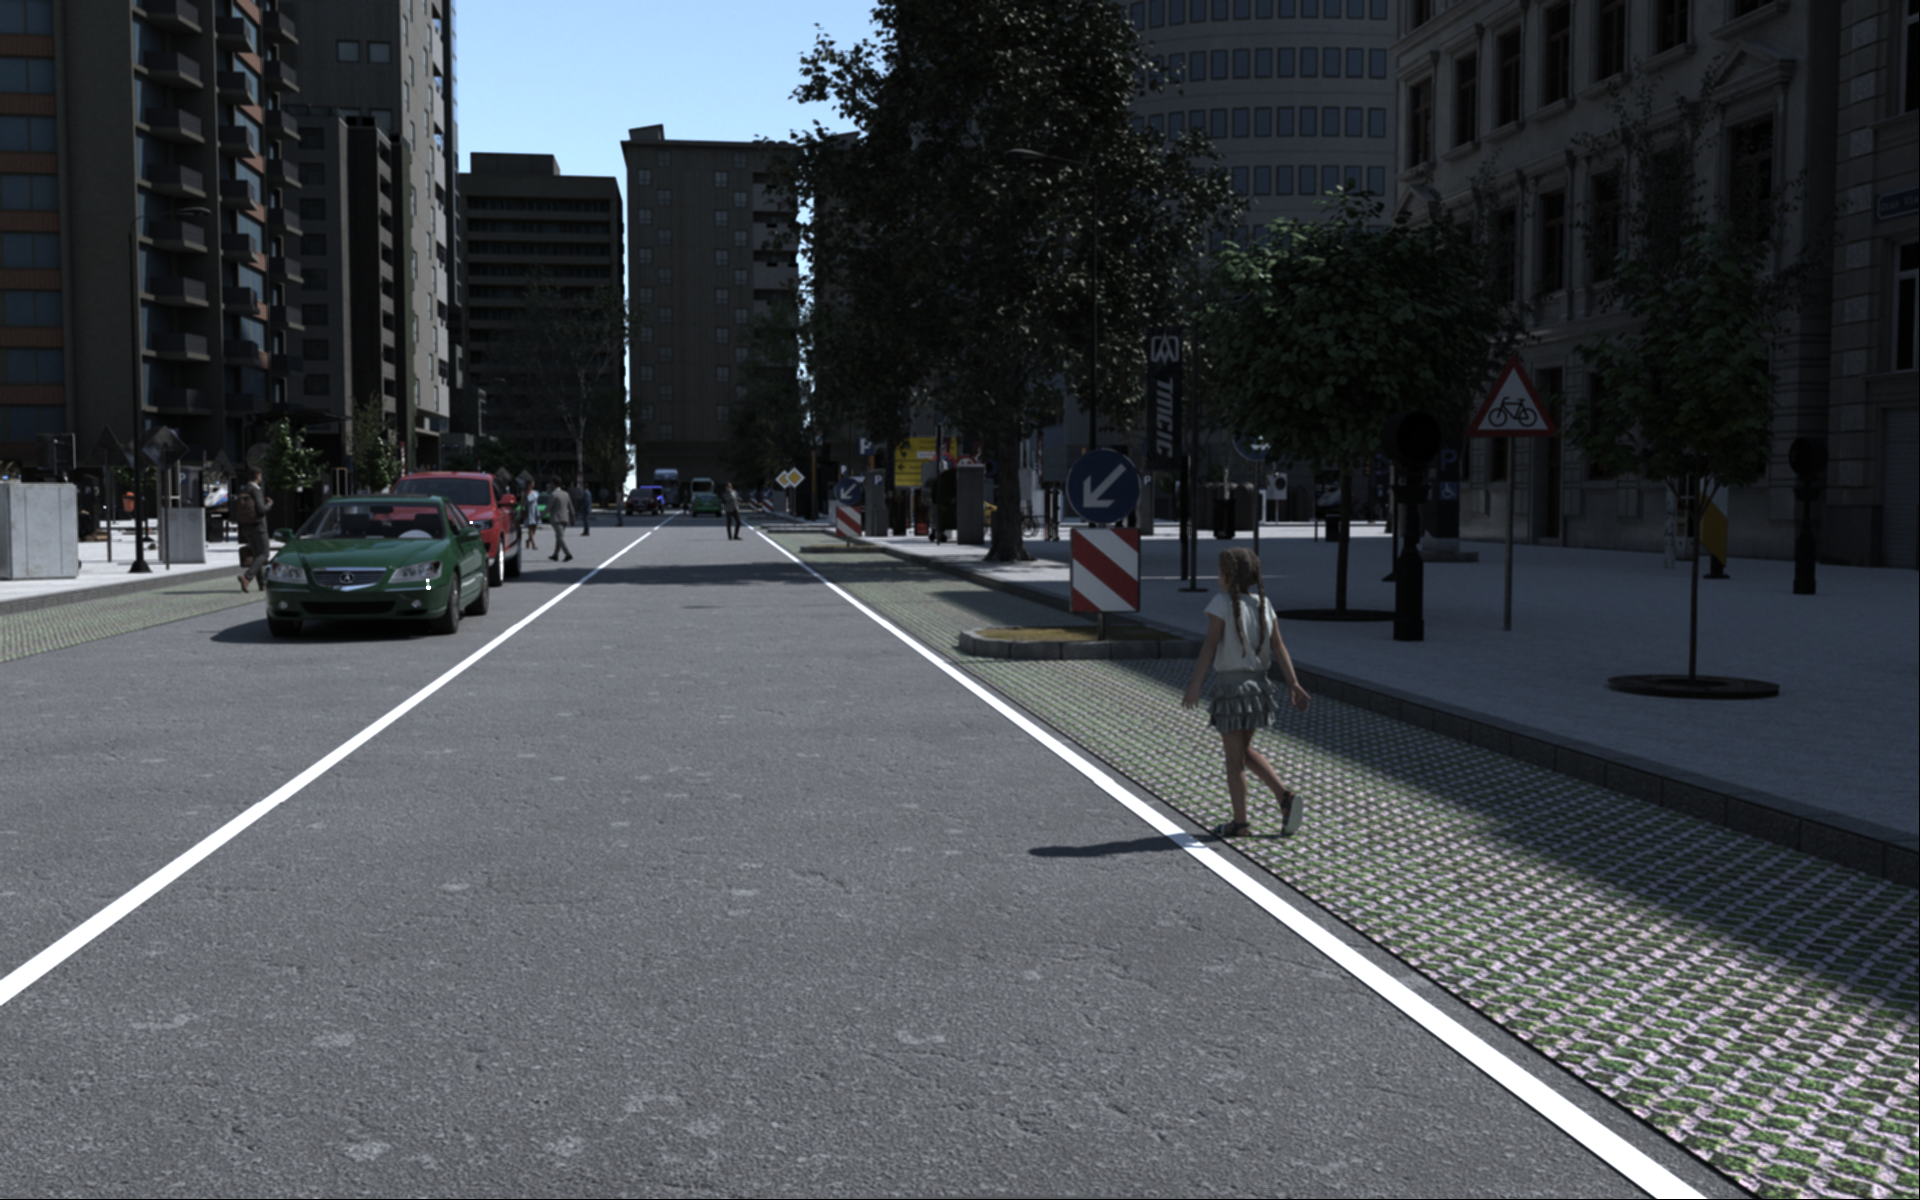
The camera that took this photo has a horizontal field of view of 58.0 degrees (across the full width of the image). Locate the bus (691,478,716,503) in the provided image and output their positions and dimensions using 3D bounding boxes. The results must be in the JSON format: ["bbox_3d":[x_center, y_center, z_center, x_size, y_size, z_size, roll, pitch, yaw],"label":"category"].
[{"bbox_3d":[-30.913,-13.057,208.336,2.948,3.499,13.247,0,4,-8],"label":"bus"}]

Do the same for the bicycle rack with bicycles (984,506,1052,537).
[{"bbox_3d":[1.536,-2.395,52.541,2.852,0.926,2.925,-2,4,-31],"label":"bicycle rack with bicycles"}]

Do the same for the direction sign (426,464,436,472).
[{"bbox_3d":[-39.296,-8.366,128.774,0.379,3.537,0.876,3,4,38],"label":"direction sign"}]

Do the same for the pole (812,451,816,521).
[{"bbox_3d":[-6.874,-5.353,81.368,0.158,3.312,0.155,0,3,0],"label":"pole"}]

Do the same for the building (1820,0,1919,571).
[{"bbox_3d":[23.017,-13.598,19.597,12.463,27.353,25.104,-1,4,-8],"label":"building"}]

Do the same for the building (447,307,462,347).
[{"bbox_3d":[-82.867,-34.252,251.895,23.993,40.220,32.217,-1,4,-8],"label":"building"}]

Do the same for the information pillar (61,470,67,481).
[{"bbox_3d":[-43.170,-5.634,83.475,0.183,3.616,0.504,0,4,-4],"label":"information pillar"}]

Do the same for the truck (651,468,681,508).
[{"bbox_3d":[-31.396,-12.008,186.089,2.967,4.110,18.799,-1,4,-8],"label":"truck"}]

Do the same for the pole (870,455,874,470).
[{"bbox_3d":[-3.157,-4.184,62.260,0.158,3.312,0.155,0,3,0],"label":"pole"}]

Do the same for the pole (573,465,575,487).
[{"bbox_3d":[-26.916,-7.749,120.541,0.158,3.312,0.155,0,3,0],"label":"pole"}]

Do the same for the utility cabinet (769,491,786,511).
[{"bbox_3d":[-15.092,-8.269,143.876,1.173,1.500,0.318,-1,4,-21],"label":"utility cabinet"}]

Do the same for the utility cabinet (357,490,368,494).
[{"bbox_3d":[-30.894,-4.948,89.571,0.318,1.500,1.173,0,4,-5],"label":"utility cabinet"}]

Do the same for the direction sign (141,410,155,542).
[{"bbox_3d":[-22.028,-3.353,46.813,0.379,3.537,0.876,-2,4,-30],"label":"direction sign"}]

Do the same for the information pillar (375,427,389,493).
[{"bbox_3d":[-20.244,-4.242,60.713,0.183,3.616,0.504,3,5,43],"label":"information pillar"}]

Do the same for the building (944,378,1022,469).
[{"bbox_3d":[11.975,-49.683,124.991,22.319,86.520,31.000,-1,4,-8],"label":"building"}]

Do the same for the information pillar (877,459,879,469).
[{"bbox_3d":[-5.459,-7.588,115.415,0.183,3.616,0.504,-1,4,-8],"label":"information pillar"}]

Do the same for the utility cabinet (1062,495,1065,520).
[{"bbox_3d":[4.735,-4.543,85.448,0.306,1.237,1.020,3,5,40],"label":"utility cabinet"}]

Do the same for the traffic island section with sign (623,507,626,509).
[{"bbox_3d":[-32.237,-9.938,171.114,1.989,1.847,2.006,-1,4,-8],"label":"traffic island section with sign"}]

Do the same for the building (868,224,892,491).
[{"bbox_3d":[1.014,-35.266,200.296,21.300,48.544,21.600,-1,4,-8],"label":"building"}]

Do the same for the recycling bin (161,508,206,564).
[{"bbox_3d":[-14.394,-1.197,32.133,0.722,1.027,0.722,-1,4,-23],"label":"recycling bin"}]

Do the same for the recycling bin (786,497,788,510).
[{"bbox_3d":[-14.588,-7.922,142.080,0.722,1.027,0.722,-2,4,-34],"label":"recycling bin"}]

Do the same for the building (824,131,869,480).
[{"bbox_3d":[-8.133,-41.052,260.433,27.495,52.752,28.713,-1,4,-8],"label":"building"}]

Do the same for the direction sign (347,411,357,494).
[{"bbox_3d":[-16.701,-3.414,47.815,0.379,3.537,0.876,-1,4,-16],"label":"direction sign"}]

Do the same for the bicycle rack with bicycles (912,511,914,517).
[{"bbox_3d":[-2.134,-5.033,95.667,2.925,0.926,2.852,0,4,5],"label":"bicycle rack with bicycles"}]

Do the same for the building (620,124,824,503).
[{"bbox_3d":[-35.258,-40.775,255.916,27.495,52.752,28.713,-1,4,-8],"label":"building"}]

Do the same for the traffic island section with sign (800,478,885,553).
[{"bbox_3d":[-2.904,-2.070,42.470,1.989,1.847,2.006,-1,4,-8],"label":"traffic island section with sign"}]

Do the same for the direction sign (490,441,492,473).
[{"bbox_3d":[-20.305,-5.076,74.985,0.379,3.537,0.876,-1,4,-15],"label":"direction sign"}]

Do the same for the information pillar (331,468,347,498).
[{"bbox_3d":[-17.508,-2.715,48.879,0.304,2.012,0.304,3,4,38],"label":"information pillar"}]

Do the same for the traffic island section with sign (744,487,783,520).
[{"bbox_3d":[-10.867,-5.371,96.439,1.989,1.847,2.006,-1,4,-8],"label":"traffic island section with sign"}]

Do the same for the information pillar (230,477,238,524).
[{"bbox_3d":[-30.642,-4.199,73.150,0.304,2.012,0.304,-1,4,-14],"label":"information pillar"}]

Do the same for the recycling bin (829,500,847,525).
[{"bbox_3d":[-5.021,-3.615,71.666,0.722,1.027,0.722,-1,4,-15],"label":"recycling bin"}]

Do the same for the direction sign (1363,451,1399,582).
[{"bbox_3d":[6.401,-2.042,25.384,0.876,3.537,0.379,3,5,43],"label":"direction sign"}]

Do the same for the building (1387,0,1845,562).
[{"bbox_3d":[19.341,-12.625,42.583,11.583,22.565,21.152,-1,4,-8],"label":"building"}]

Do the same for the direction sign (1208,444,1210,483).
[{"bbox_3d":[11.251,-5.274,78.219,0.379,3.537,0.876,0,4,4],"label":"direction sign"}]

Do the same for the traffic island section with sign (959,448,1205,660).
[{"bbox_3d":[1.034,-0.439,15.803,1.989,1.847,2.006,-1,4,-8],"label":"traffic island section with sign"}]

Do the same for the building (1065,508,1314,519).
[{"bbox_3d":[19.041,-34.091,99.390,28.212,58.520,21.231,-1,4,-8],"label":"building"}]

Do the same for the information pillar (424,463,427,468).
[{"bbox_3d":[-40.602,-8.561,131.334,0.504,3.616,0.183,2,4,26],"label":"information pillar"}]

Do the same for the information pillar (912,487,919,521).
[{"bbox_3d":[-2.163,-5.641,83.581,0.504,3.616,0.183,-3,4,-38],"label":"information pillar"}]

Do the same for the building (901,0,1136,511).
[{"bbox_3d":[4.190,-38.693,174.629,21.231,58.520,28.212,-1,4,-8],"label":"building"}]

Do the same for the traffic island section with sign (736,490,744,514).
[{"bbox_3d":[-14.906,-7.041,123.756,1.989,1.847,2.006,-1,4,-8],"label":"traffic island section with sign"}]

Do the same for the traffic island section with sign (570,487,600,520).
[{"bbox_3d":[-20.954,-5.270,94.785,1.989,1.847,2.006,-1,4,-8],"label":"traffic island section with sign"}]

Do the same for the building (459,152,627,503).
[{"bbox_3d":[-59.458,-38.262,249.280,21.600,48.544,21.300,-1,4,-8],"label":"building"}]

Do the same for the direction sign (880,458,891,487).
[{"bbox_3d":[-4.643,-7.142,108.766,0.876,3.537,0.379,2,4,28],"label":"direction sign"}]

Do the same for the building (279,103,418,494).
[{"bbox_3d":[-49.898,-22.030,131.886,14.160,30.474,14.107,-1,4,-8],"label":"building"}]

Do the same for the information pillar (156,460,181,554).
[{"bbox_3d":[-15.258,-1.768,33.406,0.304,2.012,0.304,1,4,15],"label":"information pillar"}]

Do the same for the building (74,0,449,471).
[{"bbox_3d":[-60.809,-34.480,152.983,28.713,52.752,27.495,-1,4,-8],"label":"building"}]

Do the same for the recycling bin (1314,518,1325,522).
[{"bbox_3d":[16.593,-4.053,78.814,0.722,1.027,0.722,-2,4,-23],"label":"recycling bin"}]

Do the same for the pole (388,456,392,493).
[{"bbox_3d":[-29.444,-5.853,89.543,0.158,3.312,0.155,0,3,0],"label":"pole"}]

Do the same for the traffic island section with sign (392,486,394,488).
[{"bbox_3d":[-12.923,-1.942,40.380,1.989,1.847,2.006,-1,4,-8],"label":"traffic island section with sign"}]

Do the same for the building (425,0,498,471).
[{"bbox_3d":[-67.574,-53.585,188.780,31.000,86.520,22.319,-1,4,-8],"label":"building"}]

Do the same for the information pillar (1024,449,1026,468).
[{"bbox_3d":[3.422,-6.041,90.122,0.183,3.616,0.504,2,4,34],"label":"information pillar"}]

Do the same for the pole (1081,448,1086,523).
[{"bbox_3d":[5.438,-5.037,76.202,0.158,3.312,0.155,0,3,0],"label":"pole"}]

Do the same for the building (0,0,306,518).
[{"bbox_3d":[-51.836,-27.327,101.414,22.147,44.769,28.867,-1,4,-8],"label":"building"}]

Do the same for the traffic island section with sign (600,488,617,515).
[{"bbox_3d":[-24.899,-6.901,121.451,1.989,1.847,2.006,-1,4,-8],"label":"traffic island section with sign"}]

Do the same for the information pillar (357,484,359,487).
[{"bbox_3d":[-33.078,-5.547,95.180,0.304,2.012,0.304,-1,4,-15],"label":"information pillar"}]
